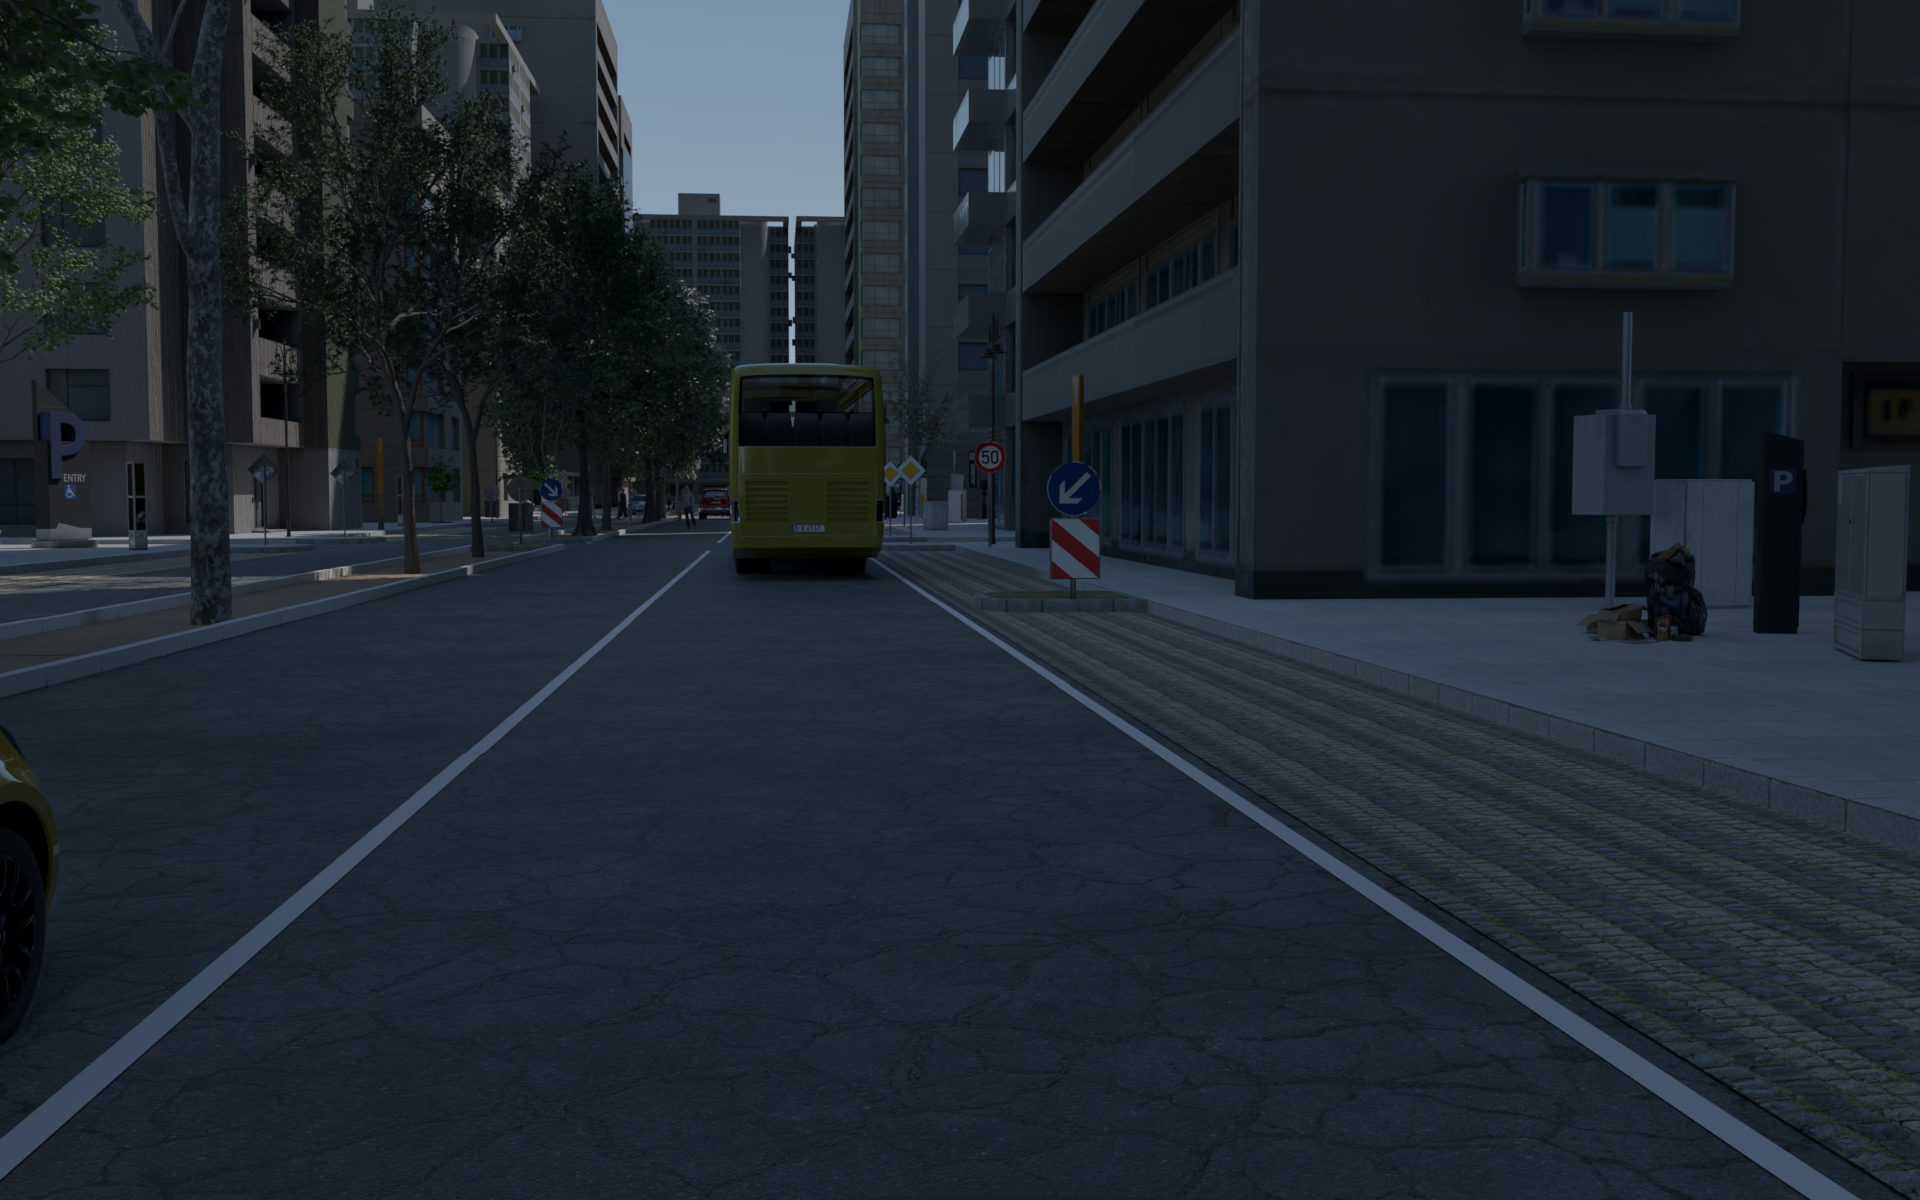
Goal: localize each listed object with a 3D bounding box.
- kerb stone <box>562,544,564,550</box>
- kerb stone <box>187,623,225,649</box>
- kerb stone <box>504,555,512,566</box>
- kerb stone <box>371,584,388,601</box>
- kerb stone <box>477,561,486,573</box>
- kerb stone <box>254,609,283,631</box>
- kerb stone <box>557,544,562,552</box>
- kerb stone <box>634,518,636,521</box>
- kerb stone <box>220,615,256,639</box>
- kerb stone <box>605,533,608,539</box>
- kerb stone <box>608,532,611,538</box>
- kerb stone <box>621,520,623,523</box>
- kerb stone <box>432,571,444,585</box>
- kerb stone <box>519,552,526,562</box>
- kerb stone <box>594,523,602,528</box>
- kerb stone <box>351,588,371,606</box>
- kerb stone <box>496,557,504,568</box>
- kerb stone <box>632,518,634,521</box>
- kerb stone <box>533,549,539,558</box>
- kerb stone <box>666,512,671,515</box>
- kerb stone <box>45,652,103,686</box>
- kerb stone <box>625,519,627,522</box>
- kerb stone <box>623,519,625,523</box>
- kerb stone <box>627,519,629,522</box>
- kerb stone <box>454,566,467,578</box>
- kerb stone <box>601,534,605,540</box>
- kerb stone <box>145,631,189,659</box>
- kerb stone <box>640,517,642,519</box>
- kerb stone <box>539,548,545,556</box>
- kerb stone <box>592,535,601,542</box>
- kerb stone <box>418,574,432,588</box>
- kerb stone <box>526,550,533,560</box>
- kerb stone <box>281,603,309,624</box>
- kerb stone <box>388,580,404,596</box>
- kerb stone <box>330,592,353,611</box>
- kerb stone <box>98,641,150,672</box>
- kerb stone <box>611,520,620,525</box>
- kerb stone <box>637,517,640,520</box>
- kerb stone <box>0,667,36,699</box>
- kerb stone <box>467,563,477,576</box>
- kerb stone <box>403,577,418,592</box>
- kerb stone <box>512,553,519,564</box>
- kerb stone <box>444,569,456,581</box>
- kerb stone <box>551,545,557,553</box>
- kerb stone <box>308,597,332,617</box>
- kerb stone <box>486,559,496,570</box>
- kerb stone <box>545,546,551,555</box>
[{"bbox_3d":[-10.170,-1.330,43.936,0.120,0.150,1.000,0,4,-6],"label":"kerb stone"},{"bbox_3d":[-7.234,0.354,16.455,0.120,0.150,1.000,0,4,-6],"label":"kerb stone"},{"bbox_3d":[-9.187,-0.768,34.771,0.120,0.150,1.000,0,4,-6],"label":"kerb stone"},{"bbox_3d":[-7.993,-0.085,23.587,0.120,0.150,1.000,0,4,-6],"label":"kerb stone"},{"bbox_3d":[-8.870,-0.581,31.721,0.120,0.150,1.000,0,4,-6],"label":"kerb stone"},{"bbox_3d":[-7.459,0.230,18.488,0.120,0.150,1.000,0,4,-6],"label":"kerb stone"},{"bbox_3d":[-10.061,-1.264,42.920,0.120,0.150,1.000,0,4,-6],"label":"kerb stone"},{"bbox_3d":[-17.321,-4.221,91.210,0.120,0.150,1.000,0,4,-6],"label":"kerb stone"},{"bbox_3d":[-7.343,0.289,17.472,0.120,0.150,1.000,0,4,-6],"label":"kerb stone"},{"bbox_3d":[-11.326,-1.985,54.732,0.120,0.150,1.000,0,4,-6],"label":"kerb stone"},{"bbox_3d":[-11.430,-2.052,55.749,0.120,0.150,1.000,0,4,-6],"label":"kerb stone"},{"bbox_3d":[-16.568,-3.783,84.064,0.120,0.150,1.000,0,4,-6],"label":"kerb stone"},{"bbox_3d":[-8.432,-0.334,27.656,0.120,0.150,1.000,0,4,-6],"label":"kerb stone"},{"bbox_3d":[-9.405,-0.894,36.812,0.120,0.150,1.000,0,4,-6],"label":"kerb stone"},{"bbox_3d":[-15.590,-3.220,74.890,0.120,0.150,1.000,0,4,-6],"label":"kerb stone"},{"bbox_3d":[-7.889,-0.023,22.570,0.120,0.150,1.000,0,4,-6],"label":"kerb stone"},{"bbox_3d":[-9.084,-0.707,33.754,0.120,0.150,1.000,0,4,-6],"label":"kerb stone"},{"bbox_3d":[-17.224,-4.153,90.189,0.120,0.150,1.000,0,4,-6],"label":"kerb stone"},{"bbox_3d":[-9.623,-1.015,38.852,0.120,0.150,1.000,0,4,-6],"label":"kerb stone"},{"bbox_3d":[-20.925,-6.277,124.832,0.120,0.150,1.000,0,4,-6],"label":"kerb stone"},{"bbox_3d":[-6.905,0.541,13.400,0.120,0.150,1.000,0,4,-6],"label":"kerb stone"},{"bbox_3d":[-16.783,-3.909,86.107,0.120,0.150,1.000,0,4,-6],"label":"kerb stone"},{"bbox_3d":[-16.674,-3.846,85.080,0.120,0.150,1.000,0,4,-6],"label":"kerb stone"},{"bbox_3d":[-16.897,-3.966,87.123,0.120,0.150,1.000,0,4,-6],"label":"kerb stone"},{"bbox_3d":[-8.640,-0.457,29.690,0.120,0.150,1.000,0,4,-6],"label":"kerb stone"},{"bbox_3d":[-11.206,-1.927,53.710,0.120,0.150,1.000,0,4,-6],"label":"kerb stone"},{"bbox_3d":[-7.127,0.418,15.432,0.120,0.150,1.000,0,4,-6],"label":"kerb stone"},{"bbox_3d":[-17.760,-4.469,95.286,0.120,0.150,1.000,0,4,-6],"label":"kerb stone"},{"bbox_3d":[-9.731,-1.081,39.868,0.120,0.150,1.000,0,4,-6],"label":"kerb stone"},{"bbox_3d":[-11.101,-1.862,52.688,0.120,0.150,1.000,0,4,-6],"label":"kerb stone"},{"bbox_3d":[-8.321,-0.272,26.636,0.120,0.150,1.000,0,4,-6],"label":"kerb stone"},{"bbox_3d":[-9.516,-0.956,37.830,0.120,0.150,1.000,0,4,-6],"label":"kerb stone"},{"bbox_3d":[-7.561,0.164,19.507,0.120,0.150,1.000,0,4,-6],"label":"kerb stone"},{"bbox_3d":[-8.099,-0.147,24.604,0.120,0.150,1.000,0,4,-6],"label":"kerb stone"},{"bbox_3d":[-7.769,0.040,21.551,0.120,0.150,1.000,0,4,-6],"label":"kerb stone"},{"bbox_3d":[-7.012,0.480,14.416,0.120,0.150,1.000,0,4,-6],"label":"kerb stone"},{"bbox_3d":[-16.346,-3.655,82.019,0.120,0.150,1.000,0,4,-6],"label":"kerb stone"},{"bbox_3d":[-17.657,-4.408,94.267,0.120,0.150,1.000,0,4,-6],"label":"kerb stone"},{"bbox_3d":[-6.802,0.602,12.368,0.120,0.150,1.000,0,4,-6],"label":"kerb stone"},{"bbox_3d":[-8.751,-0.520,30.706,0.120,0.150,1.000,0,4,-6],"label":"kerb stone"},{"bbox_3d":[-8.218,-0.209,25.619,0.120,0.150,1.000,0,4,-6],"label":"kerb stone"},{"bbox_3d":[-9.292,-0.831,35.787,0.120,0.150,1.000,0,4,-6],"label":"kerb stone"},{"bbox_3d":[-8.543,-0.390,28.672,0.120,0.150,1.000,0,4,-6],"label":"kerb stone"},{"bbox_3d":[-9.947,-1.203,41.904,0.120,0.150,1.000,0,4,-6],"label":"kerb stone"},{"bbox_3d":[-7.666,0.104,20.533,0.120,0.150,1.000,0,4,-6],"label":"kerb stone"},{"bbox_3d":[-8.971,-0.645,32.738,0.120,0.150,1.000,0,4,-6],"label":"kerb stone"},{"bbox_3d":[-9.843,-1.143,40.887,0.120,0.150,1.000,0,4,-6],"label":"kerb stone"}]
